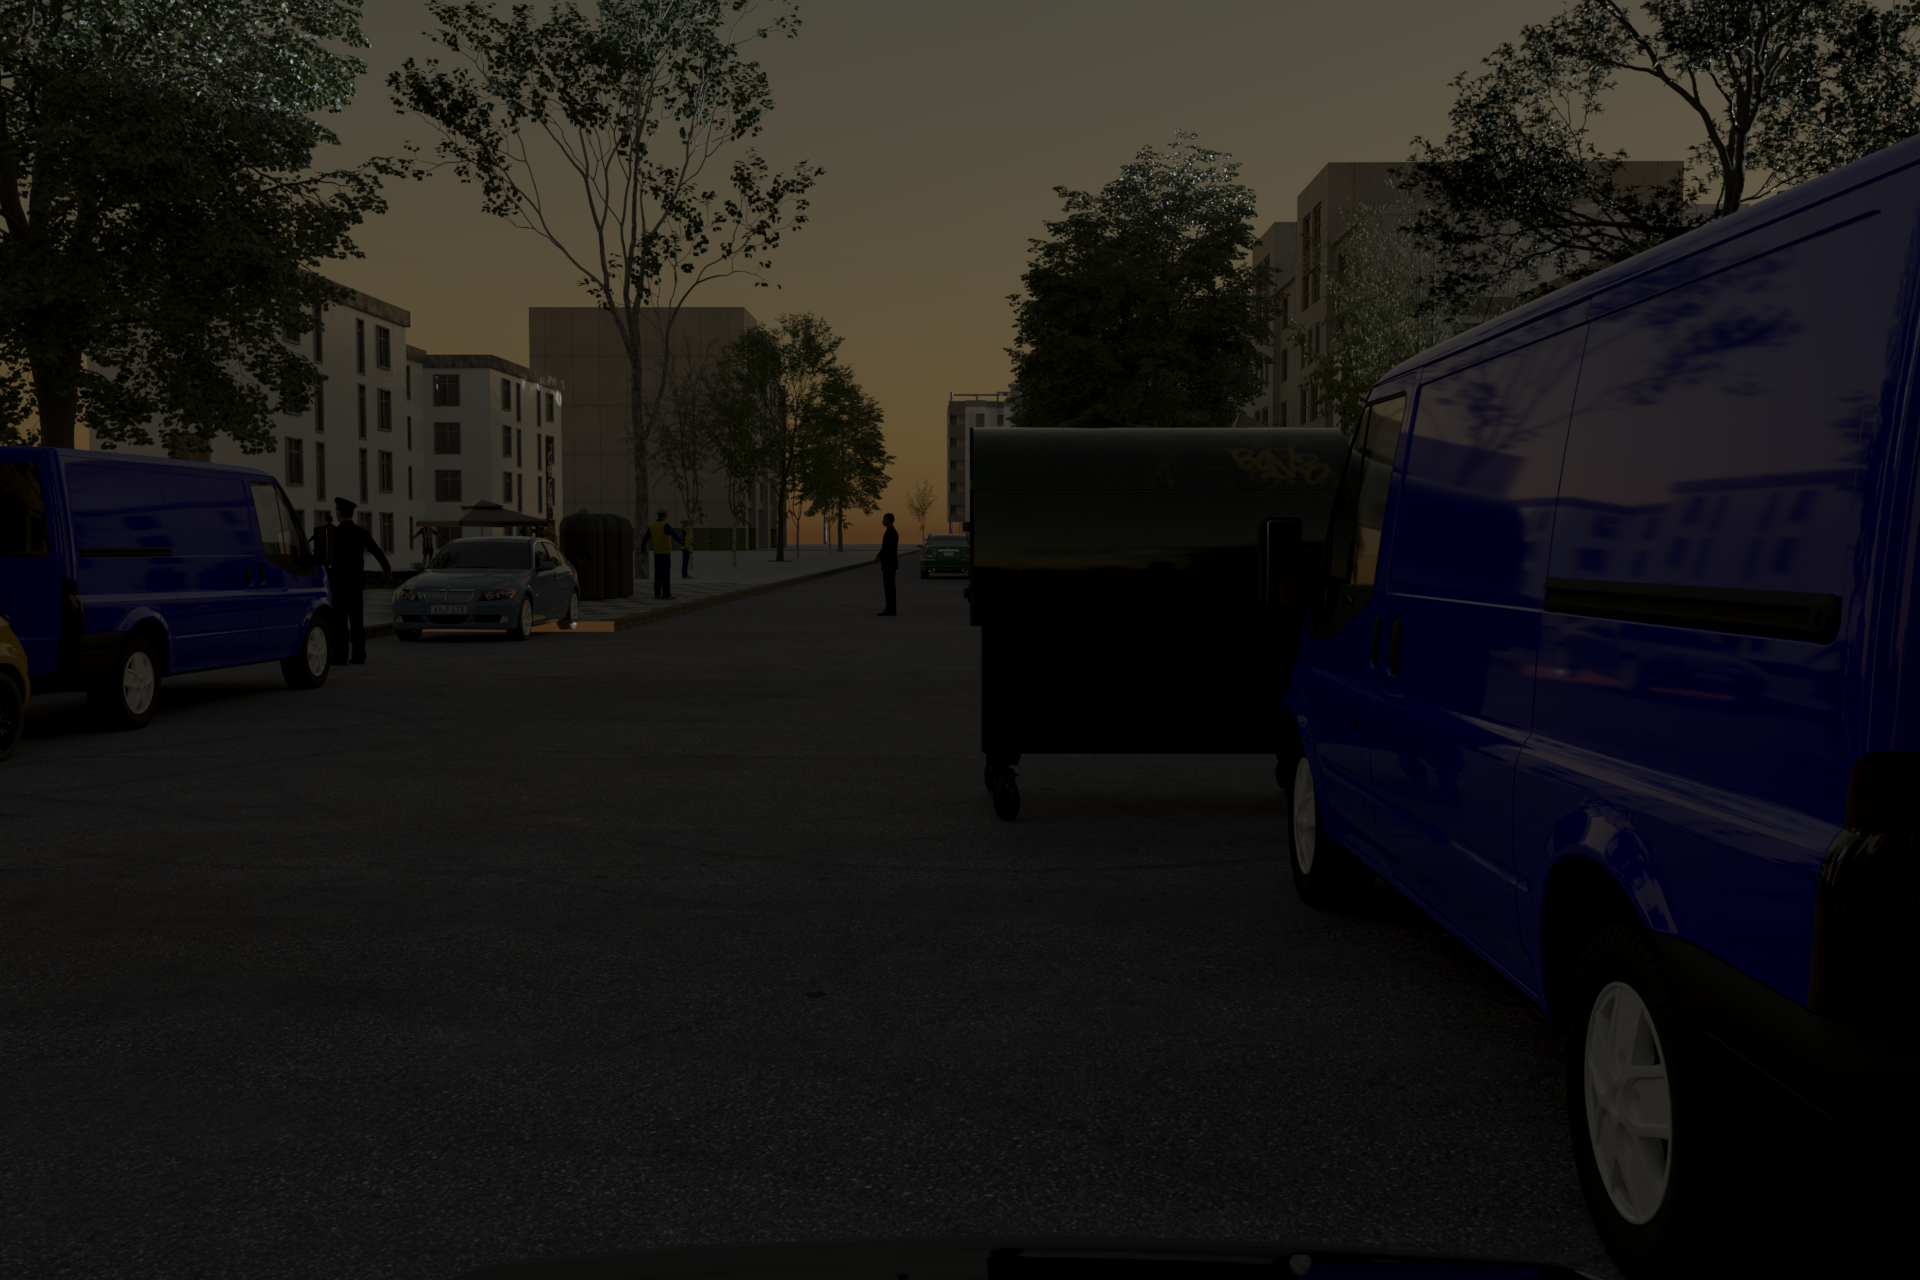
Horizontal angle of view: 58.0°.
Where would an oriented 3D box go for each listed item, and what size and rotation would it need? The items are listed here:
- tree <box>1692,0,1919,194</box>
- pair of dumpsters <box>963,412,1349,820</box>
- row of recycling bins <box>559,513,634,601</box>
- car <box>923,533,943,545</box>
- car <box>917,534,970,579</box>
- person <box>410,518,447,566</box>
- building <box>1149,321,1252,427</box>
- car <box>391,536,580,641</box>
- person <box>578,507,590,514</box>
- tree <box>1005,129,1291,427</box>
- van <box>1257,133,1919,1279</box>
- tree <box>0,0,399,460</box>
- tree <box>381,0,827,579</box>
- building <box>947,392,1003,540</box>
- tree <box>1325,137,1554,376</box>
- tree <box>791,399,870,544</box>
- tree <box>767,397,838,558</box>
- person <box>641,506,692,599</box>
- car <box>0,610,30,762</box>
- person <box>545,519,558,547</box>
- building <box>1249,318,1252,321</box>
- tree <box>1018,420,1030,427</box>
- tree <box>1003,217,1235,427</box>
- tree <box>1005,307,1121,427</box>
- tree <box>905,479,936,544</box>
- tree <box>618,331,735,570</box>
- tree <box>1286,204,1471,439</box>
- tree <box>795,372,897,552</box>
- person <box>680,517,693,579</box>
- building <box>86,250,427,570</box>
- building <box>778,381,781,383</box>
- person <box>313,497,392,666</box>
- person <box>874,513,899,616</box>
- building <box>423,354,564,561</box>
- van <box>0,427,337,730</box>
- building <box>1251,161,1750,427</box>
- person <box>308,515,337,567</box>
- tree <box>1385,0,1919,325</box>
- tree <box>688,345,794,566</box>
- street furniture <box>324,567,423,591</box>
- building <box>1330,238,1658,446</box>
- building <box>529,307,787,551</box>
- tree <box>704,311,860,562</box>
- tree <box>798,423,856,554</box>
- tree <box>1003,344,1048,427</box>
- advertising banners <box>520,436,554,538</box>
[{"bbox_3d":[21.141,-10.970,35.247,12.611,20.169,13.585,0,3,0],"label":"tree"},{"bbox_3d":[2.233,-0.256,9.139,4.436,2.255,1.574,0,4,0],"label":"pair of dumpsters"},{"bbox_3d":[-7.223,-1.688,34.719,1.069,1.692,3.534,0,4,1],"label":"row of recycling bins"},{"bbox_3d":[-1.676,-7.078,125.320,1.945,1.707,3.694,0,4,1],"label":"car"},{"bbox_3d":[-0.371,-2.749,56.741,2.131,1.459,4.920,0,4,0],"label":"car"},{"bbox_3d":[-18.026,-3.214,58.686,1.345,1.843,0.704,-3,5,-40],"label":"person"},{"bbox_3d":[25.847,-17.495,152.501,16.747,18.905,31.486,0,4,1],"label":"building"},{"bbox_3d":[-6.672,-0.783,24.808,2.014,1.417,4.499,0,4,1],"label":"car"},{"bbox_3d":[-8.133,-1.941,37.504,0.705,1.858,1.354,3,5,45],"label":"person"},{"bbox_3d":[5.825,-9.147,56.216,9.857,13.997,8.962,0,3,0],"label":"tree"},{"bbox_3d":[2.214,-0.032,4.902,2.240,2.365,5.245,0,4,0],"label":"van"},{"bbox_3d":[-12.823,-7.182,24.079,9.857,13.997,8.962,0,3,0],"label":"tree"},{"bbox_3d":[-9.937,-11.744,47.905,12.611,20.169,13.585,0,3,0],"label":"tree"},{"bbox_3d":[-1.280,-22.178,221.494,11.380,20.090,16.016,0,4,-5],"label":"building"},{"bbox_3d":[8.627,-5.055,33.004,4.360,8.622,3.978,0,3,0],"label":"tree"},{"bbox_3d":[-16.497,-22.554,224.642,12.611,20.169,13.585,0,3,0],"label":"tree"},{"bbox_3d":[-8.665,-8.723,92.991,4.737,8.622,4.395,0,3,0],"label":"tree"},{"bbox_3d":[-5.850,-1.725,34.165,1.349,1.833,0.705,2,4,35],"label":"person"},{"bbox_3d":[-6.870,0.047,9.452,2.015,1.641,3.980,0,4,1],"label":"car"},{"bbox_3d":[-11.782,-2.595,49.228,1.217,1.733,0.721,3,5,42],"label":"person"},{"bbox_3d":[27.593,-21.241,178.220,19.493,23.208,18.063,0,4,1],"label":"building"},{"bbox_3d":[6.327,-9.803,94.694,8.767,10.594,7.601,0,4,5],"label":"tree"},{"bbox_3d":[6.628,-9.979,69.817,9.857,13.997,8.962,0,3,0],"label":"tree"},{"bbox_3d":[5.855,-10.033,82.166,7.486,12.596,7.792,0,3,0],"label":"tree"},{"bbox_3d":[-4.442,-16.593,221.652,4.360,8.622,3.978,0,3,0],"label":"tree"},{"bbox_3d":[-9.497,-6.843,62.240,4.360,8.622,3.978,0,3,0],"label":"tree"},{"bbox_3d":[9.279,-5.392,38.524,4.737,8.622,4.395,0,3,0],"label":"tree"},{"bbox_3d":[-8.099,-12.467,121.962,7.486,12.596,7.792,0,3,0],"label":"tree"},{"bbox_3d":[-7.827,-2.657,49.898,0.721,1.772,1.216,0,4,-2],"label":"person"},{"bbox_3d":[-25.255,-7.541,65.449,9.099,9.664,28.070,0,4,0],"label":"building"},{"bbox_3d":[-23.929,-19.157,169.633,16.016,20.090,11.380,0,4,1],"label":"building"},{"bbox_3d":[-6.742,-0.648,18.992,0.705,1.837,1.347,2,4,33],"label":"person"},{"bbox_3d":[-1.269,-1.332,30.465,0.704,1.802,1.346,1,4,9],"label":"person"},{"bbox_3d":[-26.239,-9.357,95.128,9.099,9.664,28.070,0,4,1],"label":"building"},{"bbox_3d":[-6.907,-0.608,14.324,2.240,2.365,5.245,0,4,1],"label":"van"},{"bbox_3d":[26.011,-13.732,90.983,16.747,18.905,31.486,0,4,1],"label":"building"},{"bbox_3d":[-17.673,-2.595,48.574,1.346,1.812,0.704,-2,4,-28],"label":"person"},{"bbox_3d":[8.328,-5.221,19.768,7.601,10.594,8.767,-1,4,-18],"label":"tree"},{"bbox_3d":[-8.717,-7.232,68.599,4.737,8.622,4.395,0,3,0],"label":"tree"},{"bbox_3d":[-14.752,-1.563,41.188,10.072,0.657,5.734,1,4,9],"label":"street furniture"},{"bbox_3d":[20.419,-7.299,61.488,9.099,9.664,28.070,0,4,1],"label":"building"},{"bbox_3d":[-25.111,-17.393,150.838,16.747,18.905,31.486,0,3,0],"label":"building"},{"bbox_3d":[-8.254,-9.455,80.345,9.928,11.665,9.643,0,3,0],"label":"tree"},{"bbox_3d":[-8.345,-9.774,110.169,4.737,8.622,4.395,0,3,0],"label":"tree"},{"bbox_3d":[7.184,-12.142,105.176,9.857,13.997,8.962,0,3,0],"label":"tree"},{"bbox_3d":[-7.388,-2.093,30.402,0.090,3.025,2.074,0,4,2],"label":"advertising banners"}]
